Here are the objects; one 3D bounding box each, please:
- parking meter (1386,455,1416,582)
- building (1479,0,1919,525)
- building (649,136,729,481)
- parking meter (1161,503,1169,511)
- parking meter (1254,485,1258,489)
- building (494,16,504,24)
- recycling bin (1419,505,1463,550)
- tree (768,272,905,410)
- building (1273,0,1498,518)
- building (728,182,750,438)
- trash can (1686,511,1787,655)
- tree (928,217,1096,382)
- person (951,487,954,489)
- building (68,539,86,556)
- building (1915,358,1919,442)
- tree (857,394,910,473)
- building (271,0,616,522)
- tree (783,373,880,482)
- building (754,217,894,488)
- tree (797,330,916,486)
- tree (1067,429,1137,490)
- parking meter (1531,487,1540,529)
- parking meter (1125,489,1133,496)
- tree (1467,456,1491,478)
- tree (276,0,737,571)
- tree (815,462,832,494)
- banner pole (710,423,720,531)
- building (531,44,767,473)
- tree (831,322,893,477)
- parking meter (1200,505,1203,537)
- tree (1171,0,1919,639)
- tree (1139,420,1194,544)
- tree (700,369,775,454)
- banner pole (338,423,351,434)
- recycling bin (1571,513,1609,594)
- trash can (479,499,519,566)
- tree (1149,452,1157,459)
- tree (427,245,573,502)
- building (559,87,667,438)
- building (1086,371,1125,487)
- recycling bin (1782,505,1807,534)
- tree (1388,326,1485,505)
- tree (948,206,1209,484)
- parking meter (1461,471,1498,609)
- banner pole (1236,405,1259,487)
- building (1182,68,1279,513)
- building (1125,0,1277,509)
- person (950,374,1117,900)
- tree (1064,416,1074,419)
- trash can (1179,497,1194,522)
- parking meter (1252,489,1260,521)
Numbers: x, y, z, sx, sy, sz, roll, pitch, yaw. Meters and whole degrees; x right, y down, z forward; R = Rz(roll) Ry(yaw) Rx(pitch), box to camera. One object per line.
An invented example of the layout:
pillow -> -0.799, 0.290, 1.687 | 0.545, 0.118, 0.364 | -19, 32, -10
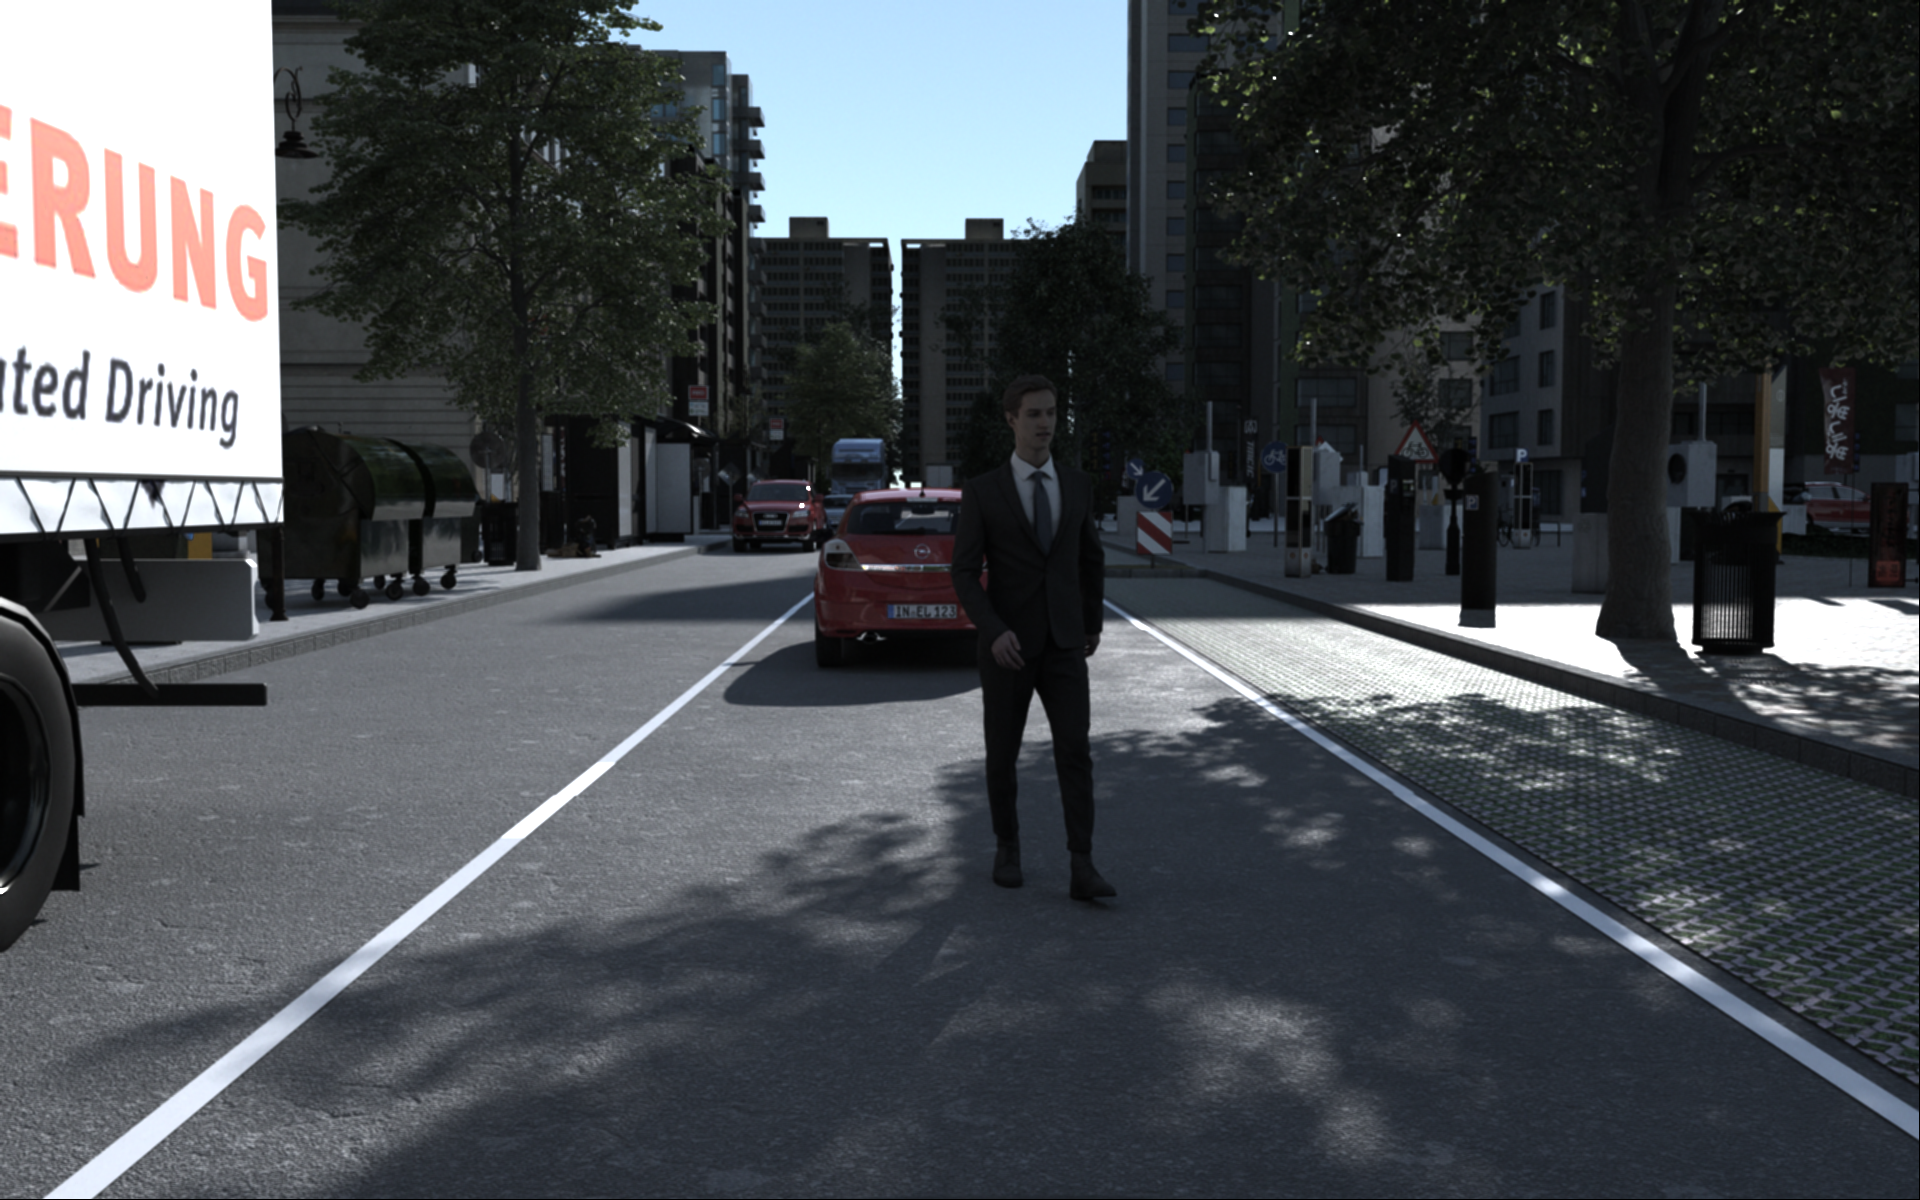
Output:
parking meter -> 6.487, -1.209, 25.474 | 0.255, 1.863, 0.399 | -1, 4, -20
building -> 32.268, -18.667, 76.910 | 14.107, 30.474, 14.160 | 0, 4, -1
building -> -27.300, -22.686, 142.624 | 14.160, 30.474, 14.107 | 0, 4, -1
parking meter -> 10.647, -4.983, 89.884 | 0.372, 1.533, 0.369 | 0, 3, 0
parking meter -> 18.736, -6.330, 109.210 | 0.399, 1.863, 0.255 | 2, 4, 27
building -> -73.295, -48.941, 238.434 | 20.611, 71.187, 20.563 | 0, 4, -1
recycling bin -> 11.138, -1.685, 40.111 | 0.722, 1.027, 0.722 | -2, 4, -35
tree -> -10.875, -18.023, 150.565 | 12.611, 20.169, 13.585 | 0, 3, 0
building -> 25.125, -25.412, 99.073 | 14.154, 41.232, 14.086 | 0, 4, -1
building -> -26.860, -23.548, 156.713 | 14.160, 30.474, 14.107 | 0, 4, -1
trash can -> 6.244, -0.141, 13.967 | 0.748, 1.137, 0.748 | 0, 3, 0
tree -> 4.064, -16.241, 121.433 | 12.611, 20.169, 13.585 | 0, 3, 0
person -> -0.416, -5.126, 92.411 | 0.767, 1.812, 0.694 | 2, 4, 28
building -> -26.813, -11.095, 36.154 | 16.860, 20.320, 10.420 | 0, 4, -1
building -> 60.933, -30.410, 86.437 | 27.495, 52.752, 28.713 | 0, 4, -1
tree -> -10.535, -17.274, 192.798 | 12.009, 13.543, 11.850 | 0, 3, 0
building -> -27.623, -15.439, 85.717 | 16.112, 22.955, 30.059 | 0, 4, -1
tree -> -9.060, -11.565, 123.505 | 7.601, 10.594, 8.767 | -2, 4, -35
building -> -21.422, -33.867, 245.610 | 23.993, 40.220, 32.217 | 0, 4, -1
tree -> -8.985, -14.032, 136.072 | 9.857, 13.997, 8.962 | 0, 3, 0
tree -> 5.490, -5.825, 78.949 | 4.285, 4.588, 4.351 | 0, 3, 0
parking meter -> 21.276, -3.406, 64.100 | 0.372, 1.533, 0.369 | 0, 3, 0
parking meter -> 7.875, -4.423, 80.725 | 0.372, 1.533, 0.369 | 0, 3, 0
tree -> 25.722, -5.599, 86.148 | 1.663, 3.219, 1.824 | 0, 3, 0
tree -> -7.628, -6.786, 29.071 | 7.486, 12.596, 7.792 | 0, 3, 0
tree -> -8.338, -6.735, 104.726 | 1.663, 3.219, 1.824 | 0, 3, 0
banner pole -> -8.541, -4.322, 60.685 | 0.401, 3.779, 0.863 | -1, 4, -23
building -> -36.740, -34.756, 187.874 | 30.456, 49.044, 23.786 | 0, 4, -1
tree -> -8.238, -11.951, 113.532 | 7.486, 12.596, 7.792 | 0, 3, 0
parking meter -> 7.341, -2.635, 51.489 | 0.372, 1.533, 0.369 | 0, 3, 0
tree -> 6.231, -6.644, 15.279 | 9.857, 13.997, 8.962 | 0, 3, 0
tree -> 5.393, -3.101, 45.303 | 1.663, 3.219, 1.824 | 0, 3, 0
tree -> -13.058, -9.241, 101.456 | 4.360, 8.622, 3.978 | 0, 3, 0
banner pole -> -21.628, -4.336, 60.910 | 0.401, 3.779, 0.863 | 1, 4, 14
recycling bin -> 8.443, -0.609, 22.516 | 0.722, 1.027, 0.722 | 3, 5, 44
trash can -> -8.248, -1.189, 31.099 | 0.748, 1.137, 0.748 | 0, 3, 0
tree -> 12.509, -7.818, 111.534 | 4.285, 4.588, 4.351 | 0, 3, 0
tree -> -13.402, -6.145, 50.832 | 4.360, 8.622, 3.978 | 0, 3, 0
building -> -26.374, -17.904, 110.747 | 12.078, 24.808, 19.932 | 0, 4, -1
building -> 28.113, -20.938, 187.368 | 27.650, 21.520, 28.899 | 0, 4, -1
recycling bin -> 19.398, -1.728, 40.809 | 0.722, 1.027, 0.722 | -1, 4, -13
tree -> 20.369, -7.638, 75.249 | 4.360, 8.622, 3.978 | 0, 3, 0
tree -> 4.766, -9.326, 69.486 | 9.611, 12.733, 9.660 | 0, 3, 0
parking meter -> 5.817, -0.672, 19.393 | 0.372, 1.533, 0.369 | 0, 3, 0
banner pole -> 8.057, -3.602, 48.906 | 0.863, 3.779, 0.401 | 3, 4, 37
building -> 22.500, -21.390, 121.423 | 14.160, 30.474, 14.107 | 0, 4, -1
building -> 25.730, -37.658, 157.702 | 21.231, 58.520, 28.212 | 0, 4, -1
person -> 0.303, 0.128, 6.187 | 0.659, 1.850, 0.755 | -1, 4, -16
tree -> 4.653, -9.158, 100.093 | 4.737, 8.622, 4.395 | 0, 3, 0
trash can -> 10.391, -4.135, 79.257 | 0.748, 1.137, 0.748 | 0, 3, 0
parking meter -> 14.092, -4.533, 82.532 | 0.372, 1.533, 0.369 | 0, 3, 0
